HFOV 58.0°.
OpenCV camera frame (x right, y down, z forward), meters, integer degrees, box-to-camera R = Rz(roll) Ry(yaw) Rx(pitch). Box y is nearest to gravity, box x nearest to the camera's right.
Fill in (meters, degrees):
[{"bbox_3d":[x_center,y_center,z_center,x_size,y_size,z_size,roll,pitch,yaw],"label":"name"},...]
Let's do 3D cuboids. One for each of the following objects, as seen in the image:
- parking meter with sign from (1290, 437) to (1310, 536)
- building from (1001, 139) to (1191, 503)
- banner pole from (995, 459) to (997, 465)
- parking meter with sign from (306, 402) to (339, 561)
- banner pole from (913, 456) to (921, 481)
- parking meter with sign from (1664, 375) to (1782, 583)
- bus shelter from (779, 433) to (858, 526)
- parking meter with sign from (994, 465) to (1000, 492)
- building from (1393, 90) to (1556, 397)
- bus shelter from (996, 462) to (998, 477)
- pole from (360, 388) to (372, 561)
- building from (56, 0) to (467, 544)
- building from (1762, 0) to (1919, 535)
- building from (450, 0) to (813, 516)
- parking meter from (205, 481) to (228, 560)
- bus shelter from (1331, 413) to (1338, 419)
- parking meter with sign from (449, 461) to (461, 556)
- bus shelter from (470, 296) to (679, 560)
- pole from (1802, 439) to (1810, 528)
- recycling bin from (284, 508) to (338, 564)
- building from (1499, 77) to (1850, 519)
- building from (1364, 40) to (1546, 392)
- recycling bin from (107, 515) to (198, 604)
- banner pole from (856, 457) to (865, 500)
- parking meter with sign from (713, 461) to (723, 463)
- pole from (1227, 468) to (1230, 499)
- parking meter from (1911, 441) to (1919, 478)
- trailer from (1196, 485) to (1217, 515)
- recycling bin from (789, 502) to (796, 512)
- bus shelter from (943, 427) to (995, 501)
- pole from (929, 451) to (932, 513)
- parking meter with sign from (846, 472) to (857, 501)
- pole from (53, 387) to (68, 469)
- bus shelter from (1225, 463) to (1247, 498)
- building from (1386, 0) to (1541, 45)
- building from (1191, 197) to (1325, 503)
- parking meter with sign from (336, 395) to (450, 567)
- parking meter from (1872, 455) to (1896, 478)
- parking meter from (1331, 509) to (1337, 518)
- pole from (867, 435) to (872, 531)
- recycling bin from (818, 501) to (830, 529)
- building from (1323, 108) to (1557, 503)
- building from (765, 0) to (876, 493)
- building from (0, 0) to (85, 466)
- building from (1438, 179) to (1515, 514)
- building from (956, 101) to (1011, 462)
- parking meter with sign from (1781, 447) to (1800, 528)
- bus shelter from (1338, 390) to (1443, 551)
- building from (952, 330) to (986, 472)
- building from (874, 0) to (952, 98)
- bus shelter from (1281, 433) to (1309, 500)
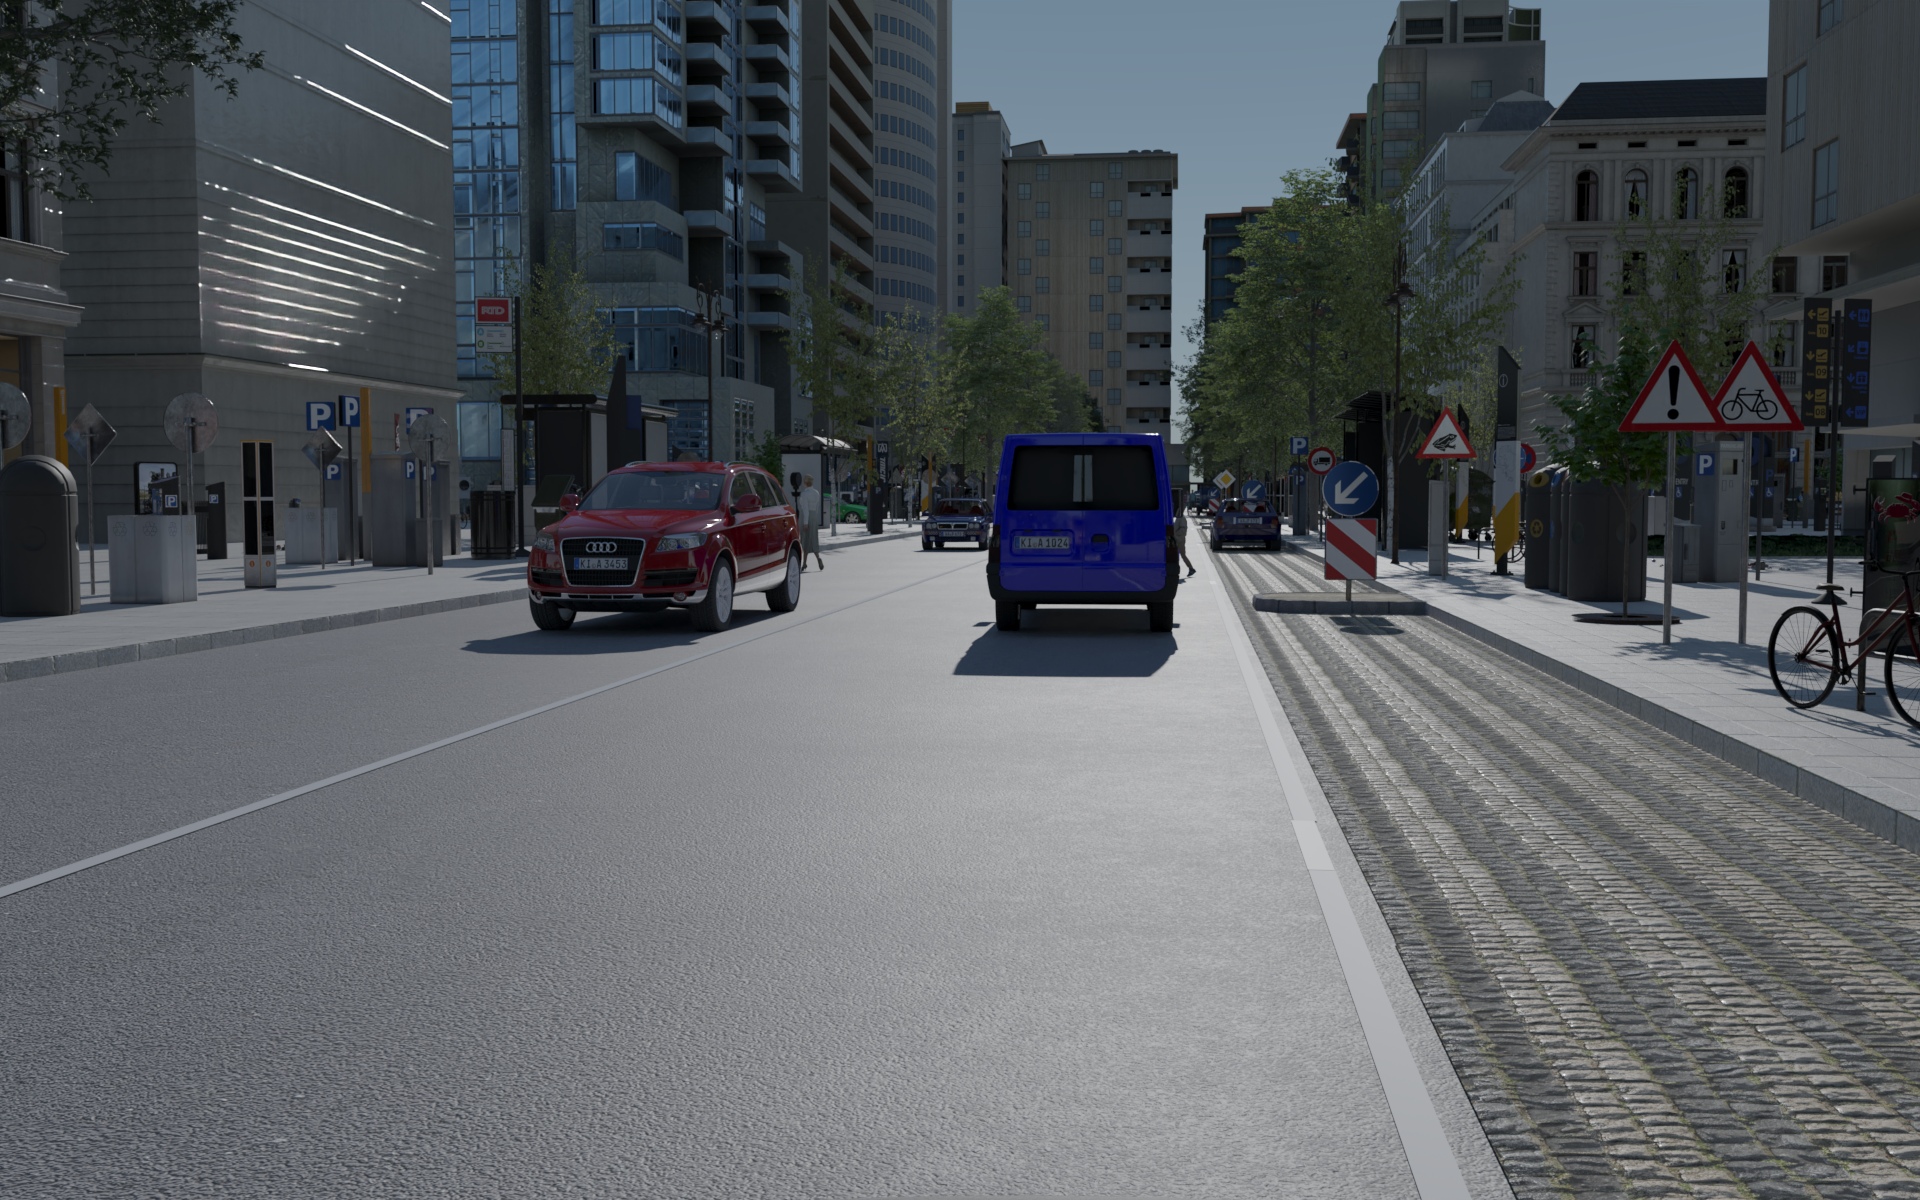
[{"bbox_3d":[10.576,-3.510,53.644,0.543,3.016,1.738,1,4,17],"label":"parking meter with sign"},{"bbox_3d":[21.436,-41.290,264.330,27.495,52.752,28.713,0,4,7],"label":"building"},{"bbox_3d":[2.432,-7.293,109.262,0.863,3.779,0.401,-2,4,-29],"label":"banner pole"},{"bbox_3d":[-11.991,-2.284,33.606,0.543,3.016,1.738,0,4,5],"label":"parking meter with sign"},{"bbox_3d":[-2.855,-7.582,113.980,0.863,3.779,0.401,-2,4,-27],"label":"banner pole"},{"bbox_3d":[11.074,-1.772,25.240,1.738,3.016,0.543,-2,4,-25],"label":"parking meter with sign"},{"bbox_3d":[-5.049,-4.075,60.546,2.014,3.302,5.546,0,4,7],"label":"bus shelter"},{"bbox_3d":[2.311,-6.610,104.331,0.543,3.016,1.738,0,4,3],"label":"parking meter with sign"},{"bbox_3d":[41.195,-21.897,135.502,11.434,29.767,29.804,0,4,7],"label":"building"},{"bbox_3d":[2.366,-8.429,115.441,2.179,5.291,8.768,0,4,7],"label":"bus shelter"},{"bbox_3d":[-11.387,-2.411,33.256,0.158,3.312,0.155,0,3,0],"label":"pole"},{"bbox_3d":[-39.556,-16.971,53.896,44.131,29.872,17.030,0,4,7],"label":"building"},{"bbox_3d":[36.595,-27.462,38.250,28.713,52.752,27.495,0,4,7],"label":"building"},{"bbox_3d":[-21.760,-48.743,109.617,22.319,86.520,31.000,0,4,7],"label":"building"},{"bbox_3d":[-14.622,-1.568,34.056,0.372,1.533,0.369,0,3,0],"label":"parking meter"},{"bbox_3d":[11.622,-3.529,48.990,1.731,3.624,6.357,0,4,7],"label":"bus shelter"},{"bbox_3d":[-10.828,-2.418,35.800,0.543,3.016,1.738,0,4,4],"label":"parking meter with sign"},{"bbox_3d":[-8.439,-3.679,37.790,2.179,5.291,8.768,0,4,7],"label":"bus shelter"},{"bbox_3d":[31.608,-4.332,64.675,0.158,3.312,0.155,0,3,0],"label":"pole"},{"bbox_3d":[-11.951,-1.184,31.907,0.722,1.027,0.722,0,4,3],"label":"recycling bin"},{"bbox_3d":[40.204,-16.178,93.387,19.941,23.489,11.050,0,4,7],"label":"building"},{"bbox_3d":[45.489,-29.189,160.827,14.154,41.232,14.086,0,4,7],"label":"building"},{"bbox_3d":[-9.542,-0.485,20.487,0.722,1.027,0.722,0,4,6],"label":"recycling bin"},{"bbox_3d":[-6.630,-7.647,115.047,0.863,3.779,0.401,-3,4,-37],"label":"banner pole"},{"bbox_3d":[-12.912,-5.692,89.318,0.543,3.016,1.738,2,4,25],"label":"parking meter with sign"},{"bbox_3d":[19.855,-8.197,127.868,0.158,3.312,0.155,0,3,0],"label":"pole"},{"bbox_3d":[10.457,-0.797,18.736,0.255,1.863,0.399,1,4,14],"label":"parking meter"},{"bbox_3d":[16.104,-6.461,112.687,1.471,1.999,3.904,0,4,5],"label":"trailer"},{"bbox_3d":[-6.435,-3.075,62.833,0.722,1.027,0.722,-2,4,-32],"label":"recycling bin"},{"bbox_3d":[0.383,-7.832,105.690,2.179,5.291,8.768,0,4,7],"label":"bus shelter"},{"bbox_3d":[-1.395,-5.358,81.445,0.158,3.312,0.155,0,3,0],"label":"pole"},{"bbox_3d":[-8.283,-8.373,133.161,0.543,3.016,1.738,-2,4,-28],"label":"parking meter with sign"},{"bbox_3d":[-17.171,-2.403,33.131,0.158,3.312,0.155,0,3,0],"label":"pole"},{"bbox_3d":[21.152,-8.633,132.431,1.731,3.624,6.357,0,4,7],"label":"bus shelter"},{"bbox_3d":[73.512,-49.879,253.775,20.611,71.187,20.563,0,4,7],"label":"building"},{"bbox_3d":[49.099,-36.948,258.715,28.867,44.769,22.147,0,4,7],"label":"building"},{"bbox_3d":[-10.020,-2.101,30.610,1.738,3.016,0.543,1,4,12],"label":"parking meter with sign"},{"bbox_3d":[13.820,-1.237,25.942,0.255,1.863,0.399,3,4,38],"label":"parking meter"},{"bbox_3d":[14.415,-3.545,66.377,0.372,1.533,0.369,0,3,0],"label":"parking meter"},{"bbox_3d":[-3.108,-4.012,59.440,0.158,3.312,0.155,0,3,0],"label":"pole"},{"bbox_3d":[-5.296,-3.159,64.204,0.722,1.027,0.722,-3,5,-43],"label":"recycling bin"},{"bbox_3d":[53.998,-33.099,195.786,22.147,44.769,28.867,0,4,7],"label":"building"},{"bbox_3d":[-19.432,-31.883,144.991,21.300,48.544,21.600,0,4,7],"label":"building"},{"bbox_3d":[-26.582,-10.273,18.875,10.553,20.767,40.483,0,4,7],"label":"building"},{"bbox_3d":[37.643,-15.755,112.354,10.420,20.320,16.860,0,4,7],"label":"building"},{"bbox_3d":[-6.631,-44.172,264.217,28.212,58.520,21.231,0,4,7],"label":"building"},{"bbox_3d":[30.434,-4.198,64.903,1.738,3.016,0.543,0,4,-3],"label":"parking meter with sign"},{"bbox_3d":[10.420,-3.106,42.061,1.731,3.624,6.357,0,4,7],"label":"bus shelter"},{"bbox_3d":[-12.626,-22.102,206.411,28.899,21.520,27.650,0,4,7],"label":"building"},{"bbox_3d":[-12.986,-38.467,170.926,21.231,58.520,28.212,0,4,7],"label":"building"},{"bbox_3d":[21.012,-7.932,107.313,2.179,5.291,8.768,0,4,7],"label":"bus shelter"}]
